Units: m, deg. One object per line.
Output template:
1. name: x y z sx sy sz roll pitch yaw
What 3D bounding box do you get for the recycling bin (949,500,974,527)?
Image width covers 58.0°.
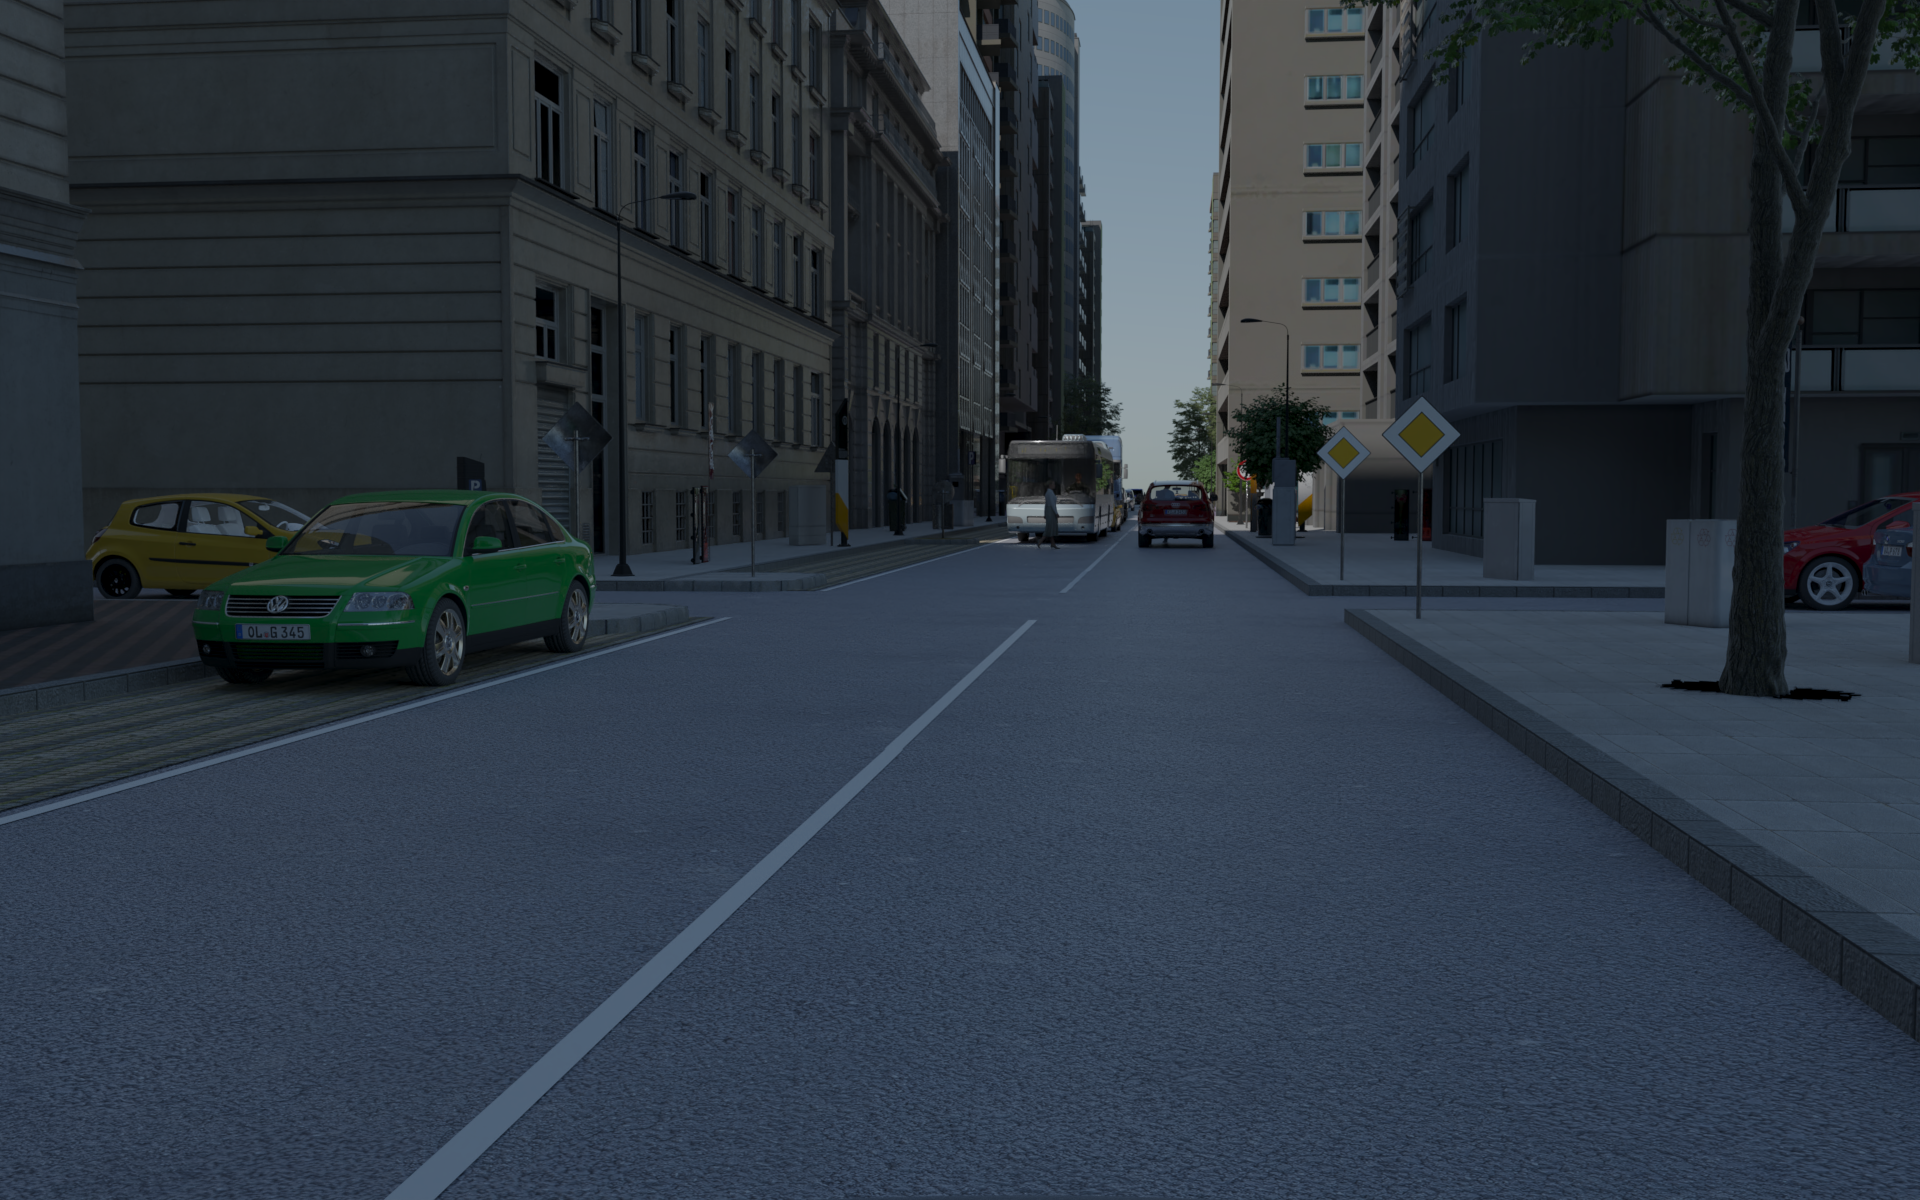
1. recycling bin: 0.061 -3.442 68.835 0.722 1.027 0.722 3 5 40

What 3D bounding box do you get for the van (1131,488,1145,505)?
1. van: 18.934 -11.175 187.099 2.240 2.365 5.245 0 4 8

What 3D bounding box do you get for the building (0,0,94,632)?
1. building: -18.193 -10.042 13.338 18.267 20.994 9.793 0 4 7

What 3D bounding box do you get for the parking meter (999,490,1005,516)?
1. parking meter: 2.453 -5.682 101.308 0.372 1.533 0.369 0 3 0

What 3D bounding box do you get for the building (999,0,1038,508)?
1. building: -7.659 -33.992 145.015 28.713 52.752 27.495 0 4 7

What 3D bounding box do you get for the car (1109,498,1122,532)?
1. car: 5.278 -3.460 66.795 2.015 1.641 3.980 1 4 9

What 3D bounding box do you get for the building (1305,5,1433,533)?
1. building: 23.051 -37.892 57.785 20.563 71.187 20.611 0 4 7

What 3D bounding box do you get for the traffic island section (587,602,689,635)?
1. traffic island section: -4.187 0.206 18.916 2.009 0.180 2.903 0 4 7

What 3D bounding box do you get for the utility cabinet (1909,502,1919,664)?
1. utility cabinet: 7.742 -0.119 13.104 1.020 1.237 0.306 -1 4 -10

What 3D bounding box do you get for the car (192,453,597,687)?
1. car: -4.480 -0.338 14.327 1.959 1.807 4.718 0 4 7

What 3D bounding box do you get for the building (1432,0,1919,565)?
1. building: 16.371 -21.346 32.597 14.086 41.232 14.154 0 4 7

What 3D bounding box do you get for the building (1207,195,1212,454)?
1. building: 45.882 -35.944 242.310 22.147 44.769 28.867 0 4 7

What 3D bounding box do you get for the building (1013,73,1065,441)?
1. building: 2.543 -29.446 165.039 14.154 41.232 14.086 0 4 7

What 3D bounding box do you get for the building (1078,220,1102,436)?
1. building: 13.354 -34.789 252.402 14.154 41.232 14.086 0 4 7

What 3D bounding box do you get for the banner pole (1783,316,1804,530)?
1. banner pole: 11.774 -2.120 24.681 0.401 3.779 0.863 0 4 -5

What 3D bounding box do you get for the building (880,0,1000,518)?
1. building: -4.856 -16.790 92.542 12.078 24.808 19.932 0 4 7

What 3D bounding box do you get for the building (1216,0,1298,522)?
1. building: 24.187 -28.373 87.601 21.300 48.544 21.600 0 4 7

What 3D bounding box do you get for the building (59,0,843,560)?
1. building: -13.163 -12.897 44.154 16.112 22.955 30.059 0 4 7

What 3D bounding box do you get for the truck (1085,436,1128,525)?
1. truck: 6.932 -5.865 85.649 2.967 4.110 18.799 0 4 6

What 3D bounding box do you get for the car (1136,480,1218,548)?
1. car: 5.976 -2.393 47.797 2.281 1.827 5.304 0 4 8

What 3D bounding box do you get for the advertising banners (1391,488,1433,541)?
1. advertising banners: 12.626 -3.106 46.977 0.090 3.025 2.074 -3 5 -43

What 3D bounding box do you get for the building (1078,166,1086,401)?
1. building: 5.261 -37.379 230.748 23.786 49.044 30.456 0 4 7

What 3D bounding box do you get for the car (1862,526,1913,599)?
1. car: 12.689 -0.457 19.468 4.499 1.417 2.014 0 4 6

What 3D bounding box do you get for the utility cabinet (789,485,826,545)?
1. utility cabinet: -3.828 -2.125 43.421 0.318 1.500 1.173 2 4 31

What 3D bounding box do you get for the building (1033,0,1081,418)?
1. building: 2.599 -40.324 201.288 21.231 58.520 28.212 0 4 7

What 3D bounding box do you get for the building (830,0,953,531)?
1. building: -8.364 -14.007 70.810 13.314 21.916 24.055 0 4 7

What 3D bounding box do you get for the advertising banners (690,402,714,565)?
1. advertising banners: -4.787 -2.212 32.360 0.090 3.025 2.074 0 4 3

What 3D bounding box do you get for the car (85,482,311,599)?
1. car: -9.798 -0.827 23.747 3.980 1.641 2.015 0 4 6

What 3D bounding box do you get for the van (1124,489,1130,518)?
1. van: 9.289 -5.968 104.590 2.013 2.044 4.112 0 4 7

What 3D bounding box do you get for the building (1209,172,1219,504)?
1. building: 39.150 -32.908 221.638 14.154 41.232 14.086 0 4 7

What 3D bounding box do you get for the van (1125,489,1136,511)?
1. van: 14.116 -8.655 148.526 2.013 2.044 4.112 0 4 7

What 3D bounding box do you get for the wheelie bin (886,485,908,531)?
1. wheelie bin: -2.168 -3.167 59.691 0.693 1.594 0.980 0 4 4

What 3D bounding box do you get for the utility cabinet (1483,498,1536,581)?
1. utility cabinet: 8.286 -0.916 26.132 0.306 1.237 1.020 -1 4 -12

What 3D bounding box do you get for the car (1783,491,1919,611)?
1. car: 12.036 -0.784 21.862 4.494 1.783 2.155 0 4 7

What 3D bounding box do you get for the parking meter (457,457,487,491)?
1. parking meter: -7.680 -1.318 27.268 0.255 1.863 0.399 3 5 43

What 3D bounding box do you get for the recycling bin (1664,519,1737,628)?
1. recycling bin: 7.428 -0.269 16.951 0.722 1.027 0.722 -1 4 -19

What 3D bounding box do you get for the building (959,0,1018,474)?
1. building: -7.747 -28.276 116.937 22.147 44.769 28.867 0 4 7

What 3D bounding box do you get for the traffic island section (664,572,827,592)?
1. traffic island section: -3.227 -0.279 26.843 2.009 0.180 2.903 0 4 7
